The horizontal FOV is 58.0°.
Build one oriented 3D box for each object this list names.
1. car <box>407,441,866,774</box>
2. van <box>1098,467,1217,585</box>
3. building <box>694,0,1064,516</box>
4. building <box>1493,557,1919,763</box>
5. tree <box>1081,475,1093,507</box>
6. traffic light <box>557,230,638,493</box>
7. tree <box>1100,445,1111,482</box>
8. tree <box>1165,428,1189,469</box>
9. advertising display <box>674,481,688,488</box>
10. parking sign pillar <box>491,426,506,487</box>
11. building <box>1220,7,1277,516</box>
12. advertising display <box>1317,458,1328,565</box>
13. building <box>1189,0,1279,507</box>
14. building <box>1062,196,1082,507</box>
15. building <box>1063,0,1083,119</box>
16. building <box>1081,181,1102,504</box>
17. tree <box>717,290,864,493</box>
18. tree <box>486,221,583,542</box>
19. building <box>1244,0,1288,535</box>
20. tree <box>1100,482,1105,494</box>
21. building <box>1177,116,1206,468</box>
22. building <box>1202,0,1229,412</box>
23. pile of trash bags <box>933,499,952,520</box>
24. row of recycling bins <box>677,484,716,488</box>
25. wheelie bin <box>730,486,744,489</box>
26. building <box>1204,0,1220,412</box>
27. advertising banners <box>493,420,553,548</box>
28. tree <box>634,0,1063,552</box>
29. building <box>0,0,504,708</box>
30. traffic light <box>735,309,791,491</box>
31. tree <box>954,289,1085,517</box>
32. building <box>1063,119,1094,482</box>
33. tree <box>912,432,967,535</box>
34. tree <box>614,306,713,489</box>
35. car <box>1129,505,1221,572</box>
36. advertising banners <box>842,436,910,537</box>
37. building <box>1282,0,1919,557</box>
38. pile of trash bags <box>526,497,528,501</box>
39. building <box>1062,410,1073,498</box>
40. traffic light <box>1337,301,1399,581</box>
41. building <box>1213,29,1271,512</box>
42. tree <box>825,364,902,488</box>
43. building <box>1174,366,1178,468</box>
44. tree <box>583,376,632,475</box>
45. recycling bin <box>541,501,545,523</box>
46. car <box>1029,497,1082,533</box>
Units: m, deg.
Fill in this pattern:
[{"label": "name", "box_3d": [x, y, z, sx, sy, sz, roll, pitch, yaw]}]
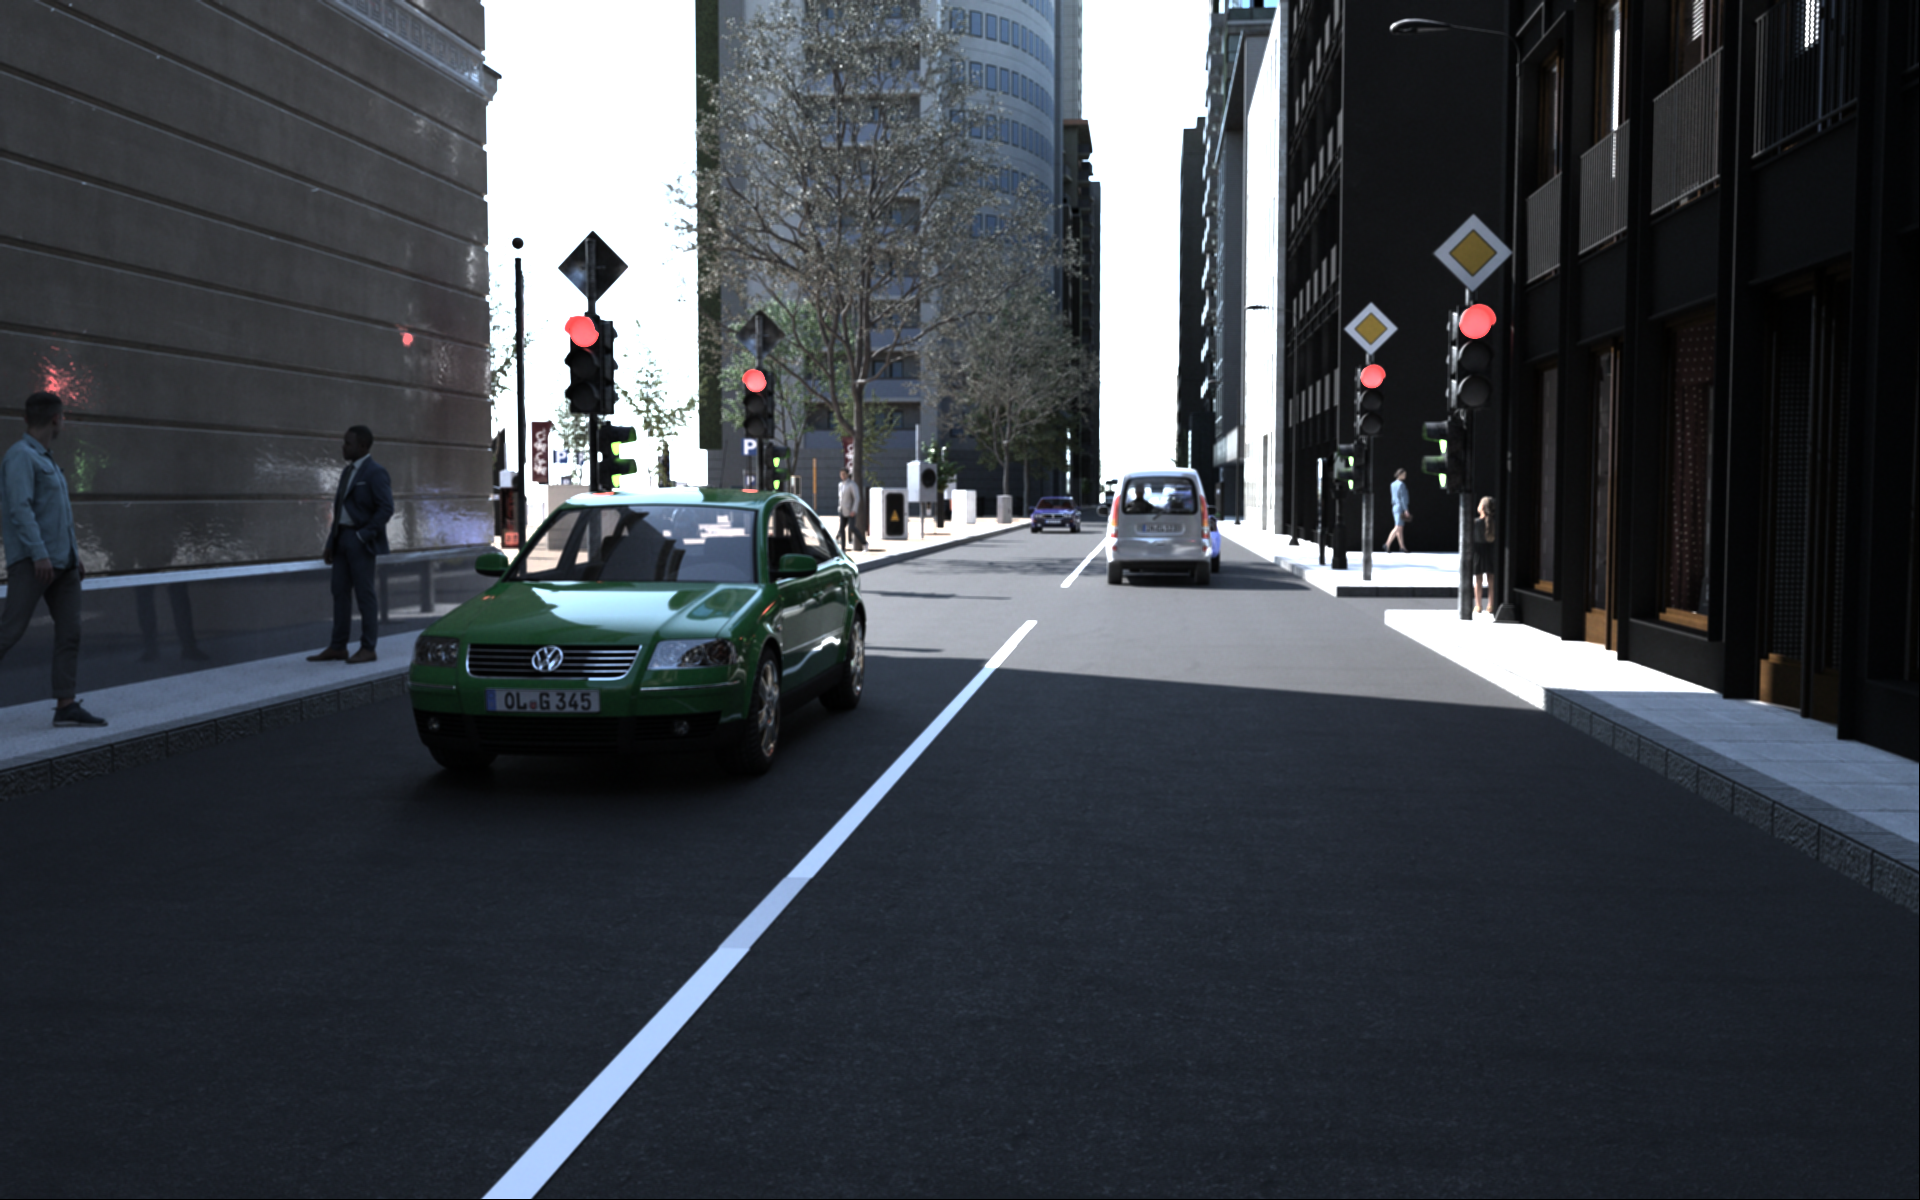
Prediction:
[{"label": "car", "box_3d": [-1.697, -0.094, 10.327, 1.959, 1.807, 4.718, 0, 4, 6]}, {"label": "van", "box_3d": [3.292, -1.336, 28.854, 2.013, 2.044, 4.112, 0, 4, 6]}, {"label": "building", "box_3d": [-4.298, -35.074, 115.466, 21.231, 58.520, 28.212, 0, 4, 6]}, {"label": "building", "box_3d": [10.739, -10.942, 8.584, 12.332, 23.373, 15.834, 0, 4, 6]}, {"label": "tree", "box_3d": [12.955, -11.191, 177.581, 1.663, 3.219, 1.824, 0, 3, 0]}, {"label": "traffic light", "box_3d": [-3.890, -1.806, 18.451, 0.839, 4.253, 0.868, 0, 4, 6]}, {"label": "tree", "box_3d": [20.644, -18.903, 259.418, 4.360, 8.622, 3.978, 0, 3, 0]}, {"label": "tree", "box_3d": [24.107, -14.262, 183.548, 4.737, 8.622, 4.395, 0, 3, 0]}, {"label": "advertising display", "box_3d": [-13.905, -4.964, 86.370, 0.123, 1.923, 0.974, 2, 4, 31]}, {"label": "parking sign pillar", "box_3d": [-18.455, -4.886, 68.357, 1.447, 3.967, 1.447, 1, 4, 22]}, {"label": "building", "box_3d": [23.081, -20.471, 106.406, 14.160, 30.474, 14.107, 0, 4, 6]}, {"label": "advertising display", "box_3d": [6.612, -1.614, 31.602, 0.123, 1.923, 0.974, 0, 4, 8]}, {"label": "building", "box_3d": [28.679, -49.795, 126.821, 22.319, 86.520, 31.000, 0, 4, 6]}, {"label": "building", "box_3d": [4.483, -24.223, 167.739, 14.160, 30.474, 14.107, 0, 4, 6]}, {"label": "building", "box_3d": [8.562, -48.862, 237.142, 20.563, 71.187, 20.611, 0, 4, 6]}, {"label": "building", "box_3d": [10.718, -32.833, 220.405, 14.154, 41.232, 14.086, 0, 4, 6]}, {"label": "tree", "box_3d": [-8.466, -9.868, 87.101, 9.928, 11.665, 9.643, 0, 3, 0]}, {"label": "tree", "box_3d": [-12.725, -5.844, 45.917, 4.360, 8.622, 3.978, 0, 3, 0]}, {"label": "building", "box_3d": [15.889, -12.639, 61.394, 10.420, 20.320, 16.860, 0, 4, 6]}, {"label": "tree", "box_3d": [20.387, -15.725, 251.708, 1.663, 3.219, 1.824, 0, 3, 0]}, {"label": "building", "box_3d": [38.349, -36.327, 217.639, 21.300, 48.544, 21.600, 0, 4, 6]}, {"label": "building", "box_3d": [33.646, -32.948, 158.302, 23.786, 49.044, 30.456, 0, 4, 6]}, {"label": "pile of trash bags", "box_3d": [-0.330, -4.579, 84.621, 1.912, 1.369, 3.447, 0, 4, -2]}, {"label": "row of recycling bins", "box_3d": [-11.416, -4.179, 75.434, 1.069, 1.692, 3.534, 1, 4, 12]}, {"label": "wheelie bin", "box_3d": [-10.677, -4.531, 81.984, 0.693, 1.594, 0.980, 2, 4, 27]}, {"label": "building", "box_3d": [36.139, -46.309, 195.403, 20.563, 71.187, 20.611, 0, 4, 6]}, {"label": "advertising banners", "box_3d": [-10.644, -2.734, 40.895, 2.074, 3.025, 0.090, -2, 4, -24]}, {"label": "tree", "box_3d": [-2.393, -7.830, 38.391, 12.009, 13.543, 11.850, 0, 3, 0]}, {"label": "building", "box_3d": [-15.195, -13.860, 12.512, 20.117, 28.700, 13.634, 0, 4, 6]}, {"label": "traffic light", "box_3d": [-3.027, -2.292, 26.389, 0.839, 4.253, 0.868, 0, 4, 6]}, {"label": "tree", "box_3d": [3.286, -10.804, 94.774, 7.486, 12.596, 7.792, 0, 3, 0]}, {"label": "building", "box_3d": [4.085, -33.323, 199.454, 22.147, 44.769, 28.867, 0, 4, 6]}, {"label": "tree", "box_3d": [-0.838, -3.647, 54.230, 1.663, 3.219, 1.824, 0, 3, 0]}, {"label": "tree", "box_3d": [-12.062, -7.232, 68.609, 4.737, 8.622, 4.395, 0, 3, 0]}, {"label": "car", "box_3d": [4.043, -1.440, 33.137, 1.945, 1.707, 3.694, 0, 4, 5]}, {"label": "advertising banners", "box_3d": [-2.545, -3.426, 52.200, 2.074, 3.025, 0.090, 0, 4, 7]}, {"label": "building", "box_3d": [15.319, -13.159, 44.833, 12.332, 23.373, 15.834, 0, 4, 6]}, {"label": "pile of trash bags", "box_3d": [-14.430, -3.206, 62.168, 3.447, 1.369, 1.912, 0, 4, -3]}, {"label": "building", "box_3d": [-1.445, -50.847, 144.027, 22.319, 86.520, 31.000, 0, 4, 6]}, {"label": "traffic light", "box_3d": [5.983, -2.233, 25.429, 0.839, 4.253, 0.868, 0, 4, 6]}, {"label": "building", "box_3d": [20.141, -16.225, 84.353, 14.314, 24.678, 30.058, 0, 4, 6]}, {"label": "tree", "box_3d": [-5.597, -8.871, 95.403, 4.737, 8.622, 4.395, 0, 3, 0]}, {"label": "building", "box_3d": [44.242, -24.351, 243.176, 27.650, 21.520, 28.899, 0, 4, 6]}, {"label": "tree", "box_3d": [-18.177, -8.146, 83.543, 4.360, 8.622, 3.978, 0, 3, 0]}, {"label": "recycling bin", "box_3d": [-13.833, -2.843, 59.045, 0.722, 1.027, 0.722, 0, 4, 1]}, {"label": "car", "box_3d": [3.607, -3.206, 64.999, 1.945, 1.354, 3.894, 0, 4, 6]}]
